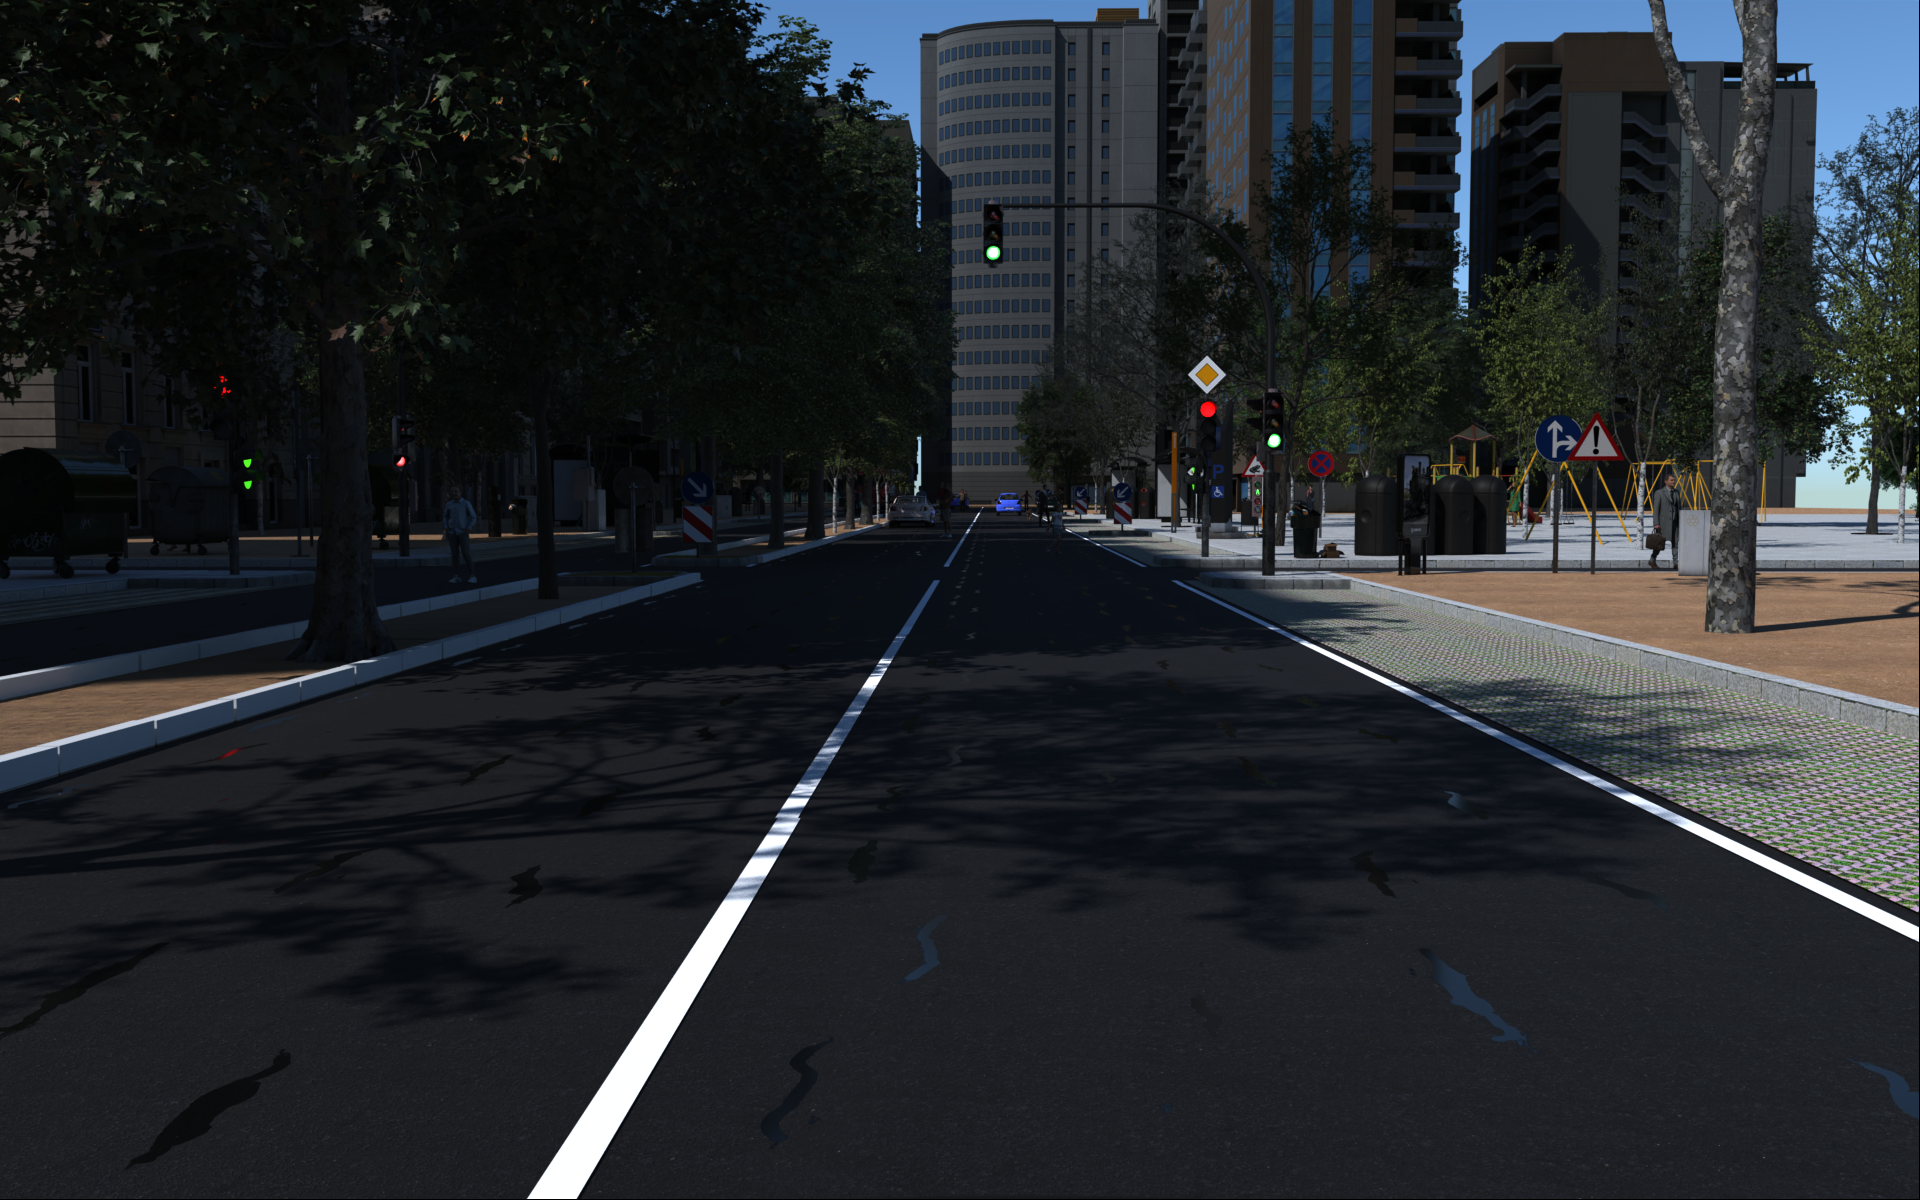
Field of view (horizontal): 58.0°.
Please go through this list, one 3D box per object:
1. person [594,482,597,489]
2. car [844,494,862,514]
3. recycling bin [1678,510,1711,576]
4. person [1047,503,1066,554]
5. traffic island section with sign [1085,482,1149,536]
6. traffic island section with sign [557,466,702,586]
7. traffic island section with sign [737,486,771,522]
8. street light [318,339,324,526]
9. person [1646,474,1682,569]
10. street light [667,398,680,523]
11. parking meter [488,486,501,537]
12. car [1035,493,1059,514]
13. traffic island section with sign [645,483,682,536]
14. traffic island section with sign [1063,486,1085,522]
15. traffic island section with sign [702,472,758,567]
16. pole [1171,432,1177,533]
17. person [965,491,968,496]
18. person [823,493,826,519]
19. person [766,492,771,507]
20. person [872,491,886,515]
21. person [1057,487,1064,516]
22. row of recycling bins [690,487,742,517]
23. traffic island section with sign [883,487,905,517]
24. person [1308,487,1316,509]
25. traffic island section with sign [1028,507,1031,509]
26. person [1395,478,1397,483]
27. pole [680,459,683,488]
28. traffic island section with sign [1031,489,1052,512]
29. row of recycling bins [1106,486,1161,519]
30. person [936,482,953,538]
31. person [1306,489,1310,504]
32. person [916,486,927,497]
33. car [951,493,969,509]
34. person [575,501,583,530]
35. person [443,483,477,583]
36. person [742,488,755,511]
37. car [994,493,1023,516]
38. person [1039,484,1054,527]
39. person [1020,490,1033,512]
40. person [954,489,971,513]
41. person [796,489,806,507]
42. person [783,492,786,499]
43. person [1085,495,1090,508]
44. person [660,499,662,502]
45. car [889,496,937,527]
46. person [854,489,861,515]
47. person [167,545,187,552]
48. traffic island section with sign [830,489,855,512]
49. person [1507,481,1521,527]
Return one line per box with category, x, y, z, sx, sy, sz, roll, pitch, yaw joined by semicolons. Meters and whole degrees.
person;-14.195;-3.649;66.375;0.598;1.740;0.731;1;4;22
car;-7.381;-7.156;125.804;1.959;1.807;4.718;0;4;2
recycling bin;11.717;-0.901;27.288;0.722;1.027;0.722;1;4;22
person;2.313;-1.703;41.355;0.382;1.210;0.505;3;4;36
traffic island section with sign;5.465;-3.139;59.954;1.989;1.847;2.006;0;4;1
traffic island section with sign;-5.349;-1.197;27.708;2.006;1.907;1.989;0;4;1
traffic island section with sign;-10.171;-4.837;87.714;1.989;1.847;2.006;0;4;1
street light;-13.473;-3.901;36.568;0.468;5.910;1.993;0;4;1
person;13.513;-1.495;33.041;0.694;1.812;0.767;-1;4;-18
street light;-12.737;-6.383;77.156;0.468;5.910;1.993;0;4;1
parking meter;-13.826;-2.632;51.440;0.372;1.533;0.369;0;3;0
car;6.402;-7.013;124.454;2.009;1.686;4.222;0;4;2
traffic island section with sign;-10.658;-3.152;60.163;1.989;1.847;2.006;0;4;1
traffic island section with sign;5.967;-4.833;87.650;1.989;1.847;2.006;0;4;1
traffic island section with sign;-5.206;-1.650;35.113;2.006;1.907;1.989;0;4;1
pole;7.062;-3.871;57.130;0.158;3.312;0.155;0;3;0
person;0.448;-10.874;186.744;0.683;1.767;0.568;-2;4;-27
person;-7.929;-5.479;98.048;0.622;1.834;0.822;-1;4;-19
person;-18.897;-10.289;174.224;1.348;1.831;0.705;-2;4;-30
person;-5.360;-6.380;112.746;1.348;1.831;0.705;-2;4;-28
person;6.522;-6.345;111.867;0.705;1.869;1.348;-1;4;-9
row of recycling bins;-14.235;-5.624;99.068;3.534;1.692;1.069;0;4;-6
traffic island section with sign;-3.863;-6.245;110.240;2.006;1.907;1.989;0;4;1
person;20.687;-5.842;101.987;0.576;1.772;0.534;3;4;38
traffic island section with sign;7.363;-9.561;164.953;1.989;1.847;2.006;0;4;1
person;12.962;-2.757;51.298;0.419;1.800;0.721;-1;4;-20
pole;-16.148;-6.522;100.479;0.158;3.312;0.155;0;3;0
traffic island section with sign;6.863;-7.898;137.758;1.989;1.847;2.006;0;4;1
row of recycling bins;9.163;-5.001;88.872;3.534;1.692;1.069;2;4;26
person;-0.489;-2.988;57.329;0.580;1.828;0.573;1;4;10
person;22.473;-6.354;111.395;0.415;1.643;0.593;-2;4;-27
person;-1.949;-4.698;85.183;0.638;1.841;0.748;2;4;28
car;-0.014;-9.751;169.027;1.945;1.707;3.694;0;4;3
person;-13.567;-3.421;62.564;0.643;1.750;0.593;1;4;11
person;-8.090;-1.078;27.941;0.589;1.601;0.330;1;4;17
person;-16.052;-7.584;130.857;1.217;1.723;0.721;-1;4;-12
car;3.260;-6.480;115.535;1.945;1.707;3.694;0;4;1
person;3.751;-4.129;75.791;0.659;1.850;0.755;-3;5;-44
person;5.395;-8.087;141.441;1.217;1.743;0.721;-1;4;-23
person;0.194;-7.498;131.094;1.348;1.823;0.705;-1;4;-9
person;-15.970;-10.188;172.702;1.350;1.814;0.705;3;4;36
person;-14.718;-8.359;142.716;0.705;1.824;1.348;-3;5;-41
person;12.042;-9.521;164.944;0.697;1.427;0.421;1;4;21
person;-15.916;-5.202;91.066;0.573;1.828;0.580;-1;4;-19
car;-2.094;-3.910;76.292;2.083;1.381;4.827;0;4;3
person;-6.989;-6.588;116.663;0.683;1.767;0.568;1;4;21
person;-17.421;-1.974;38.558;0.529;1.795;0.600;0;4;7
traffic island section with sign;-9.255;-7.882;137.504;1.989;1.847;2.006;0;4;1
person;21.668;-3.754;67.676;0.600;1.795;0.529;2;4;35
